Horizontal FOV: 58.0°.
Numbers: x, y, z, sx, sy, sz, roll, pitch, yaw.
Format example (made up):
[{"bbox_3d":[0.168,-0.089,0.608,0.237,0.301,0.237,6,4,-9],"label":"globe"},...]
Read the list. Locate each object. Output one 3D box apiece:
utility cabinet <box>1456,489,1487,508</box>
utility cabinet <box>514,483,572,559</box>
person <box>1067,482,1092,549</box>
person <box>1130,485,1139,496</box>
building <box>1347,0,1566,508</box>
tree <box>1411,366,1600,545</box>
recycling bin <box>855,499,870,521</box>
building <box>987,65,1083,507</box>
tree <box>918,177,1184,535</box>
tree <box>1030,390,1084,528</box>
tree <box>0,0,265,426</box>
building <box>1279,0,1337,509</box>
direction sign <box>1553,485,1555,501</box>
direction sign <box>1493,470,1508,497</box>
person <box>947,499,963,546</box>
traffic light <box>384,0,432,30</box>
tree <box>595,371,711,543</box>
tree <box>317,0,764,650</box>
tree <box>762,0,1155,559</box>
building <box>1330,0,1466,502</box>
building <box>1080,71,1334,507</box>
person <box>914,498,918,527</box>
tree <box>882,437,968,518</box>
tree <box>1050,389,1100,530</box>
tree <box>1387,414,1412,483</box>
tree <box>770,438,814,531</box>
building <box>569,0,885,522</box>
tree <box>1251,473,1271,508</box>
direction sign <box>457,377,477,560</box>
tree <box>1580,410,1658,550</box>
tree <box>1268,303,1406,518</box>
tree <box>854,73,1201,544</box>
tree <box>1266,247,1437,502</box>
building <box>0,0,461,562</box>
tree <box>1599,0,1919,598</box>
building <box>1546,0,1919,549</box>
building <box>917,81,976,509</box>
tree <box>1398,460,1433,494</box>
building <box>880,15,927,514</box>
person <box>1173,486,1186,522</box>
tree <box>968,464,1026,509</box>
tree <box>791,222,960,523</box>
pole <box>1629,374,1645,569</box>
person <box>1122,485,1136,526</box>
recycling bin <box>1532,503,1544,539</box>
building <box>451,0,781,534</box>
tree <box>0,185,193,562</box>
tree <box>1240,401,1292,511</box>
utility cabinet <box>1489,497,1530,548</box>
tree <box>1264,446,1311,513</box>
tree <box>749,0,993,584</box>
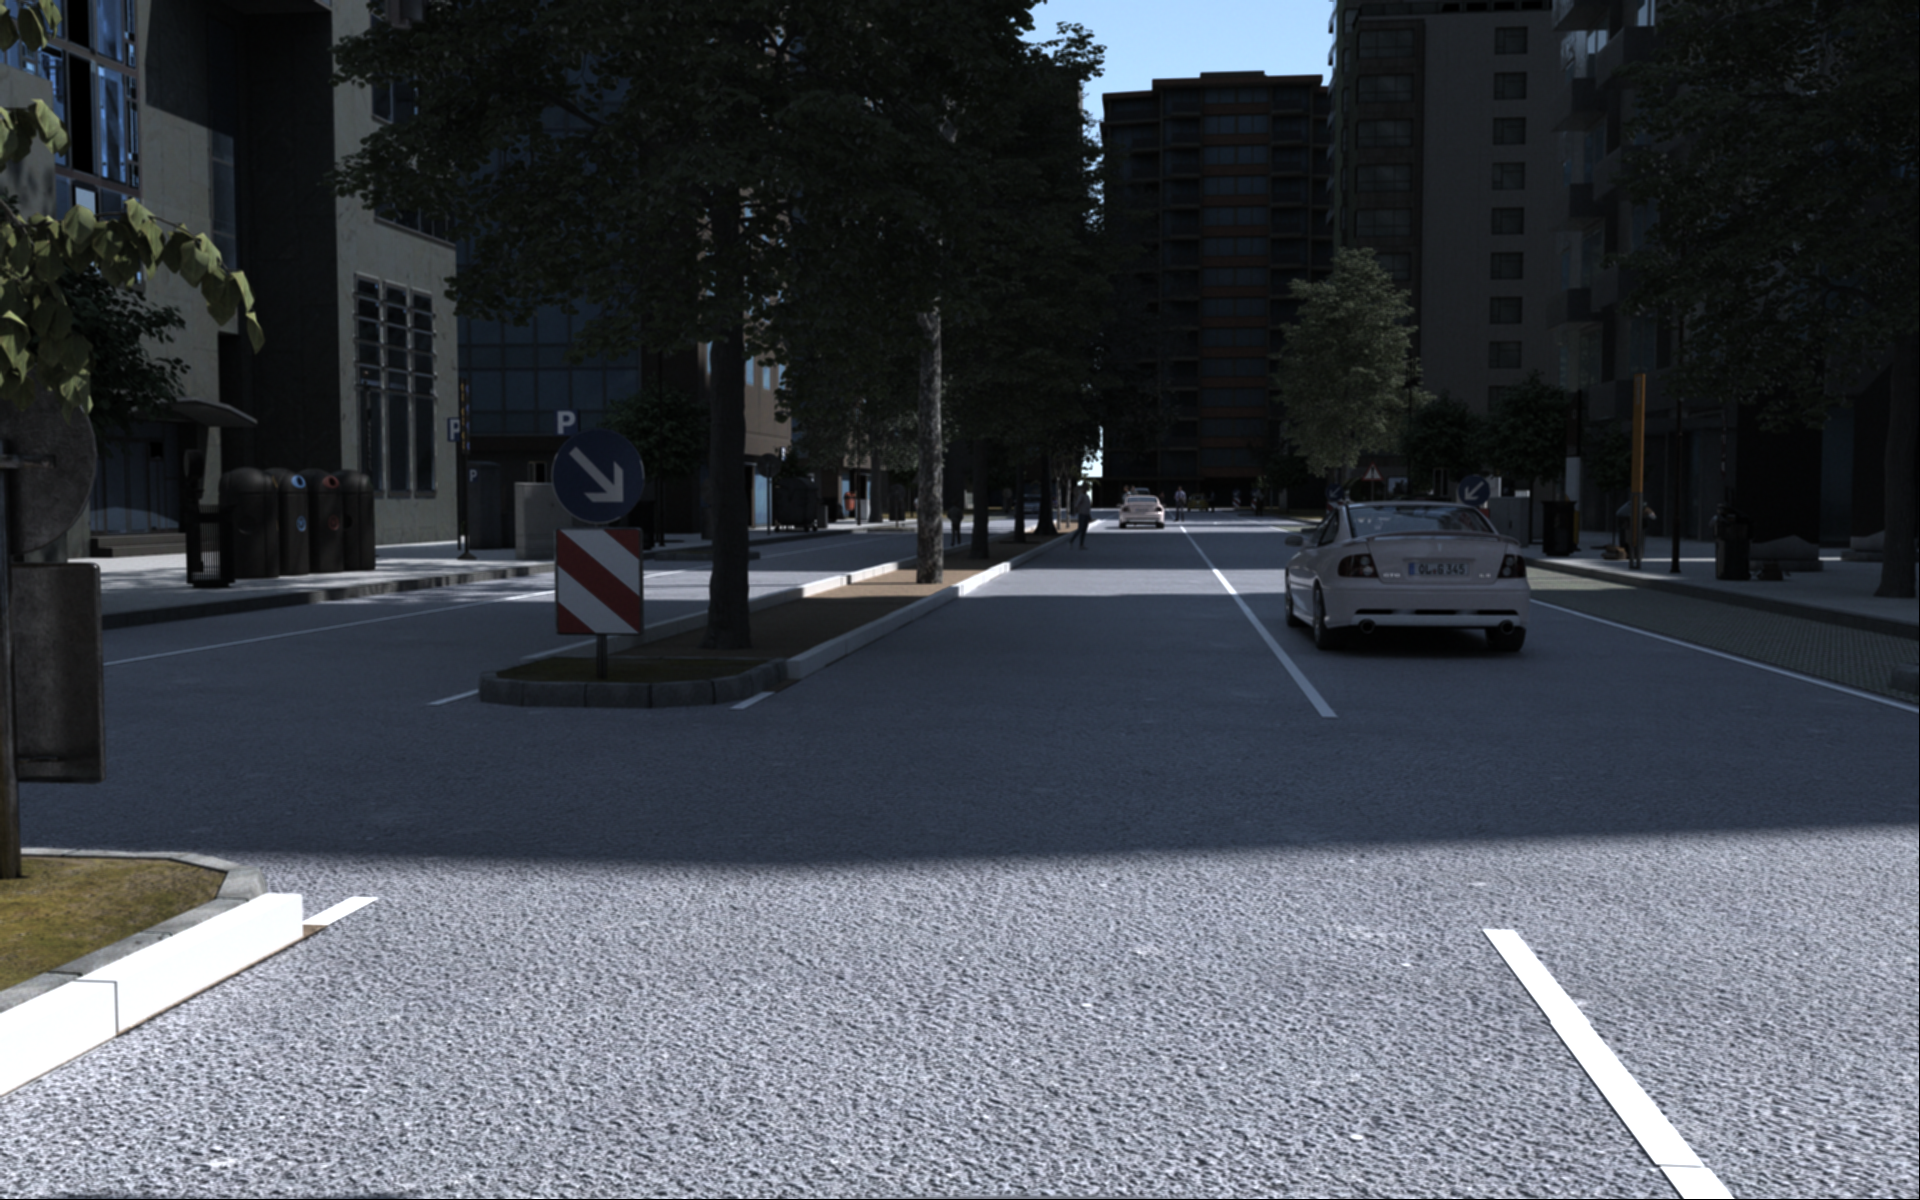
[{"bbox_3d":[20.661,-3.746,69.932,1.173,1.500,0.318,3,4,37],"label":"utility cabinet"},{"bbox_3d":[-8.179,-1.553,34.067,0.318,1.500,1.173,3,4,37],"label":"utility cabinet"},{"bbox_3d":[3.051,-2.176,44.754,0.598,1.740,0.731,1,4,21],"label":"person"},{"bbox_3d":[8.310,-4.528,82.334,0.655,1.846,0.447,-1,4,-21],"label":"person"},{"bbox_3d":[30.494,-20.417,105.513,14.160,30.474,14.107,0,4,6],"label":"building"},{"bbox_3d":[14.750,-3.713,44.416,4.285,4.588,4.351,0,3,0],"label":"tree"},{"bbox_3d":[-4.572,-4.342,83.551,0.722,1.027,0.722,2,4,33],"label":"recycling bin"},{"bbox_3d":[5.561,-32.537,182.092,14.200,45.320,14.600,0,4,6],"label":"building"},{"bbox_3d":[3.018,-8.622,60.429,9.611,12.733,9.660,0,3,0],"label":"tree"},{"bbox_3d":[4.550,-7.338,72.798,4.360,8.622,3.978,0,3,0],"label":"tree"},{"bbox_3d":[-3.044,-3.104,3.574,4.737,8.622,4.395,0,3,0],"label":"tree"},{"bbox_3d":[38.685,-50.603,140.032,22.319,86.520,31.000,0,4,6],"label":"building"},{"bbox_3d":[25.706,-5.072,74.927,0.876,3.537,0.379,3,4,37],"label":"direction sign"},{"bbox_3d":[24.894,-5.358,79.604,0.876,3.537,0.379,-1,4,-15],"label":"direction sign"},{"bbox_3d":[-0.130,-2.115,47.345,0.475,1.303,0.640,1,4,10],"label":"person"},{"bbox_3d":[-6.425,-2.360,13.253,4.771,5.953,1.251,0,4,6],"label":"traffic light"},{"bbox_3d":[-8.026,-3.826,46.271,4.285,4.588,4.351,0,3,0],"label":"tree"},{"bbox_3d":[-2.201,-5.840,16.073,7.486,12.596,7.792,0,3,0],"label":"tree"},{"bbox_3d":[0.375,-7.194,38.203,7.486,12.596,7.792,0,3,0],"label":"tree"},{"bbox_3d":[32.698,-26.638,119.131,14.154,41.232,14.086,0,4,6],"label":"building"},{"bbox_3d":[27.683,-32.295,182.644,28.867,44.769,22.147,0,4,6],"label":"building"},{"bbox_3d":[-1.748,-3.977,76.126,0.523,1.515,0.503,2,4,28],"label":"person"},{"bbox_3d":[-2.707,-6.807,95.013,4.285,4.588,4.351,0,3,0],"label":"tree"},{"bbox_3d":[3.931,-7.057,68.199,4.737,8.622,4.395,0,3,0],"label":"tree"},{"bbox_3d":[14.612,-4.215,52.633,4.285,4.588,4.351,0,3,0],"label":"tree"},{"bbox_3d":[-5.828,-4.023,60.379,1.663,3.219,1.824,0,3,0],"label":"tree"},{"bbox_3d":[-12.085,-27.283,96.188,14.600,45.320,14.200,0,4,6],"label":"building"},{"bbox_3d":[27.552,-10.102,159.775,1.663,3.219,1.824,0,3,0],"label":"tree"},{"bbox_3d":[-9.690,-2.565,33.930,0.379,3.537,0.876,0,4,-6],"label":"direction sign"},{"bbox_3d":[15.233,-2.789,40.208,1.663,3.219,1.824,0,3,0],"label":"tree"},{"bbox_3d":[20.133,-10.214,92.762,9.928,11.665,9.643,0,3,0],"label":"tree"},{"bbox_3d":[1.742,-8.365,49.588,12.009,13.543,11.850,0,3,0],"label":"tree"},{"bbox_3d":[17.893,-9.871,79.511,7.486,12.596,7.792,0,3,0],"label":"tree"},{"bbox_3d":[-24.678,-43.937,31.035,22.319,86.520,31.000,0,4,6],"label":"building"},{"bbox_3d":[12.050,-6.292,21.006,7.486,12.596,7.792,0,3,0],"label":"tree"},{"bbox_3d":[30.921,-26.401,51.269,23.786,49.044,30.456,0,4,6],"label":"building"},{"bbox_3d":[-4.818,-28.805,154.555,14.086,41.232,14.154,0,4,6],"label":"building"},{"bbox_3d":[18.096,-4.518,68.476,1.663,3.219,1.824,0,3,0],"label":"tree"},{"bbox_3d":[-14.159,-30.544,119.005,23.786,49.044,30.456,0,4,6],"label":"building"},{"bbox_3d":[11.351,-4.984,89.853,0.709,1.838,0.599,2,4,30],"label":"person"},{"bbox_3d":[2.233,-9.330,136.259,4.285,4.588,4.351,0,3,0],"label":"tree"},{"bbox_3d":[-3.699,-10.465,77.756,9.857,13.997,8.962,0,3,0],"label":"tree"},{"bbox_3d":[11.528,-2.180,29.478,0.158,3.312,0.155,0,3,0],"label":"pole"},{"bbox_3d":[7.362,-4.134,76.192,0.778,1.811,0.616,0,4,0],"label":"person"},{"bbox_3d":[16.214,-2.258,49.478,0.722,1.027,0.722,-3,5,-43],"label":"recycling bin"},{"bbox_3d":[-14.398,-25.184,61.874,14.600,45.320,14.200,0,4,6],"label":"building"},{"bbox_3d":[-10.228,-2.132,18.579,4.285,4.588,4.351,0,3,0],"label":"tree"},{"bbox_3d":[23.585,-11.130,132.329,4.360,8.622,3.978,0,3,0],"label":"tree"},{"bbox_3d":[13.208,-1.868,41.706,0.306,1.237,1.020,-2,4,-29],"label":"utility cabinet"},{"bbox_3d":[22.245,-8.175,117.374,4.285,4.588,4.351,0,3,0],"label":"tree"},{"bbox_3d":[-1.593,-10.376,27.998,12.611,20.169,13.585,0,3,0],"label":"tree"}]
